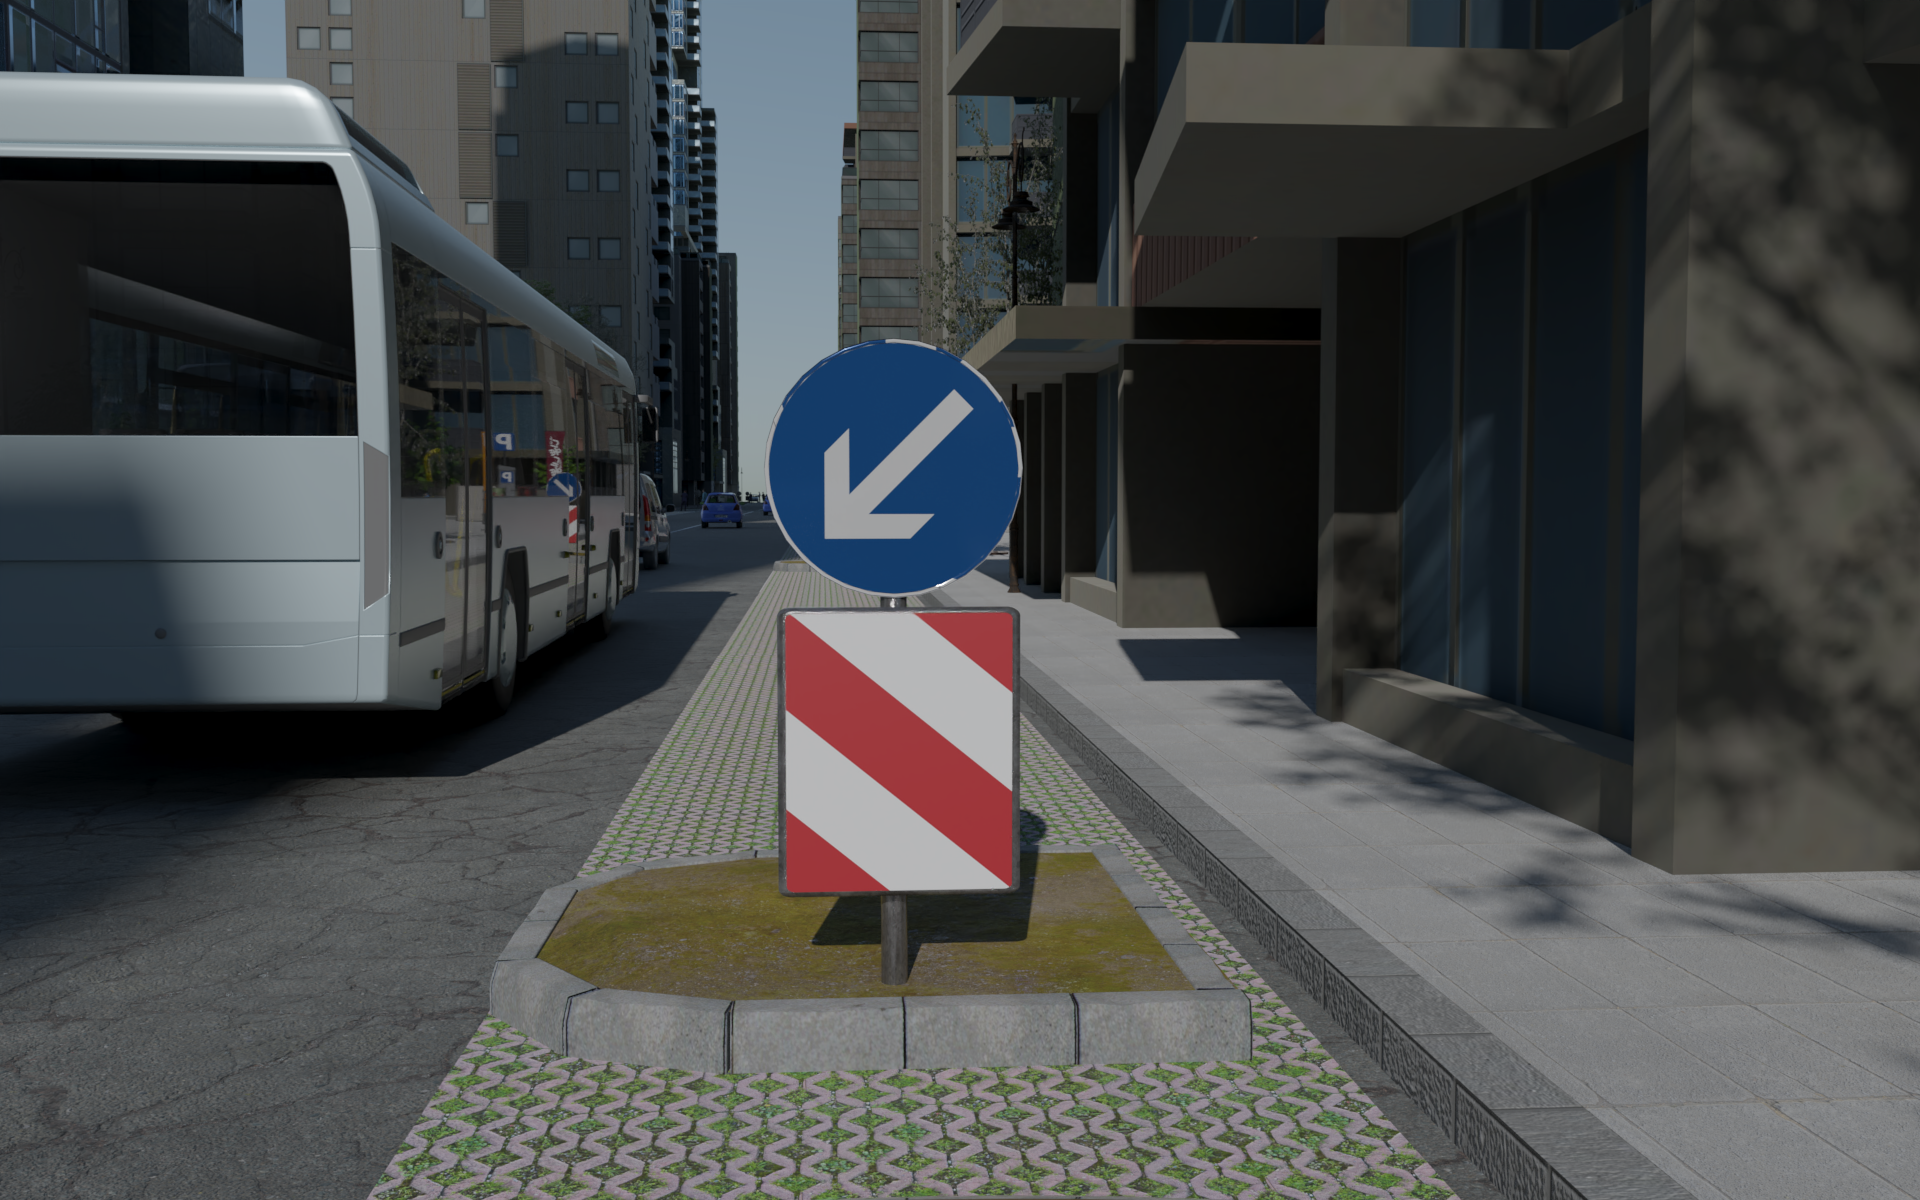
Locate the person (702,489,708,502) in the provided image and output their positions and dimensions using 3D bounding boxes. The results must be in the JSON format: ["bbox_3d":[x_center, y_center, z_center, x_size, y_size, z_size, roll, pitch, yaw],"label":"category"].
[{"bbox_3d":[-18.566,-7.207,126.352,0.620,1.820,0.660,1,4,16],"label":"person"}]

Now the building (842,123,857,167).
[{"bbox_3d":[-2.694,-33.525,202.754,22.147,44.769,28.867,0,4,-5],"label":"building"}]

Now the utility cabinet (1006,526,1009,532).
[{"bbox_3d":[1.528,-3.008,57.857,1.173,1.500,0.318,1,4,20],"label":"utility cabinet"}]

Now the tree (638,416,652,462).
[{"bbox_3d":[-24.295,-10.678,124.948,4.360,8.622,3.978,0,3,0],"label":"tree"}]

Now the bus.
[{"bbox_3d":[-4.437,-1.183,14.199,2.948,3.499,13.247,0,4,-5],"label":"bus"}]

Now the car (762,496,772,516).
[{"bbox_3d":[-12.386,-6.564,116.907,1.945,1.707,3.694,0,4,-4],"label":"car"}]

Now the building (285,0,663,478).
[{"bbox_3d":[-40.931,-34.379,151.331,28.713,52.752,27.495,0,4,-5],"label":"building"}]

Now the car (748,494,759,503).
[{"bbox_3d":[-34.616,-17.029,290.428,2.014,1.417,4.499,0,4,-5],"label":"car"}]

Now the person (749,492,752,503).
[{"bbox_3d":[-32.389,-15.824,268.146,0.541,1.710,0.530,0,4,-2],"label":"person"}]

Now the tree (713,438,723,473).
[{"bbox_3d":[-31.513,-16.256,216.152,4.737,8.622,4.395,0,3,0],"label":"tree"}]

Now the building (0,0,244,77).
[{"bbox_3d":[-33.342,-44.801,45.166,31.000,86.520,22.319,0,4,-5],"label":"building"}]

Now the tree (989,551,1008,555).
[{"bbox_3d":[0.647,-2.586,36.879,1.663,3.219,1.824,0,3,0],"label":"tree"}]

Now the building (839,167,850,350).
[{"bbox_3d":[-3.673,-23.519,156.239,14.160,30.474,14.107,0,4,-5],"label":"building"}]

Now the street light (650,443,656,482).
[{"bbox_3d":[-24.990,-10.304,141.264,0.468,5.910,1.993,0,4,-5],"label":"street light"}]

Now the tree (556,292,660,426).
[{"bbox_3d":[-23.284,-11.869,104.435,12.009,13.543,11.850,0,3,0],"label":"tree"}]

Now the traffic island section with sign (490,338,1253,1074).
[{"bbox_3d":[-0.331,0.209,5.213,1.989,1.847,2.006,0,4,-5],"label":"traffic island section with sign"}]

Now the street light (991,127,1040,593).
[{"bbox_3d":[0.705,-3.032,22.357,0.468,5.910,1.993,0,4,-5],"label":"street light"}]

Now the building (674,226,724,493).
[{"bbox_3d":[-48.509,-33.149,233.863,32.217,40.220,23.993,0,4,-5],"label":"building"}]

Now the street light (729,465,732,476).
[{"bbox_3d":[-34.418,-17.574,260.129,0.468,5.910,1.993,0,4,-5],"label":"street light"}]

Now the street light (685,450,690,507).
[{"bbox_3d":[-27.860,-12.479,176.820,0.468,5.910,1.993,0,4,-5],"label":"street light"}]

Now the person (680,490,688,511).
[{"bbox_3d":[-23.016,-8.281,144.343,0.683,1.767,0.568,-1,4,-14],"label":"person"}]

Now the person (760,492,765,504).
[{"bbox_3d":[-29.615,-15.311,259.366,0.750,1.759,0.617,-2,4,-32],"label":"person"}]

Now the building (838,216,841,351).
[{"bbox_3d":[-11.010,-35.045,256.571,14.154,41.232,14.086,0,4,-5],"label":"building"}]

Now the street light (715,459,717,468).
[{"bbox_3d":[-31.695,-15.416,224.838,0.468,5.910,1.993,0,4,-5],"label":"street light"}]

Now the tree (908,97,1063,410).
[{"bbox_3d":[0.961,-4.970,31.620,4.360,8.622,3.978,0,3,0],"label":"tree"}]

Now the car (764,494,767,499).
[{"bbox_3d":[-29.018,-15.632,264.627,2.155,1.783,4.494,0,4,-5],"label":"car"}]

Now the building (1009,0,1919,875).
[{"bbox_3d":[11.332,-21.950,13.501,22.147,44.769,28.867,0,4,-5],"label":"building"}]

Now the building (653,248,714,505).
[{"bbox_3d":[-36.642,-26.454,204.216,14.160,30.474,14.107,0,4,-5],"label":"building"}]

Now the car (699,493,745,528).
[{"bbox_3d":[-10.125,-3.922,73.723,1.945,1.707,3.694,0,4,-6],"label":"car"}]

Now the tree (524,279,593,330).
[{"bbox_3d":[-22.456,-10.645,92.165,7.486,12.596,7.792,0,3,0],"label":"tree"}]

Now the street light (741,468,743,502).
[{"bbox_3d":[-37.235,-19.746,295.626,0.468,5.910,1.993,0,4,-5],"label":"street light"}]

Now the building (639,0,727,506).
[{"bbox_3d":[-46.356,-57.976,260.585,22.319,86.520,31.000,0,4,-5],"label":"building"}]

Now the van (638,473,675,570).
[{"bbox_3d":[-6.681,-1.660,34.145,2.013,2.044,4.112,0,4,-4],"label":"van"}]

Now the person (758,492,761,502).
[{"bbox_3d":[-34.476,-17.637,296.731,0.599,1.838,0.709,1,4,10],"label":"person"}]

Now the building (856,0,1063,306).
[{"bbox_3d":[1.206,-19.919,97.381,14.160,30.474,14.107,0,4,-5],"label":"building"}]

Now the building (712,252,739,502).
[{"bbox_3d":[-43.854,-36.772,284.819,14.154,41.232,14.086,0,4,-5],"label":"building"}]
